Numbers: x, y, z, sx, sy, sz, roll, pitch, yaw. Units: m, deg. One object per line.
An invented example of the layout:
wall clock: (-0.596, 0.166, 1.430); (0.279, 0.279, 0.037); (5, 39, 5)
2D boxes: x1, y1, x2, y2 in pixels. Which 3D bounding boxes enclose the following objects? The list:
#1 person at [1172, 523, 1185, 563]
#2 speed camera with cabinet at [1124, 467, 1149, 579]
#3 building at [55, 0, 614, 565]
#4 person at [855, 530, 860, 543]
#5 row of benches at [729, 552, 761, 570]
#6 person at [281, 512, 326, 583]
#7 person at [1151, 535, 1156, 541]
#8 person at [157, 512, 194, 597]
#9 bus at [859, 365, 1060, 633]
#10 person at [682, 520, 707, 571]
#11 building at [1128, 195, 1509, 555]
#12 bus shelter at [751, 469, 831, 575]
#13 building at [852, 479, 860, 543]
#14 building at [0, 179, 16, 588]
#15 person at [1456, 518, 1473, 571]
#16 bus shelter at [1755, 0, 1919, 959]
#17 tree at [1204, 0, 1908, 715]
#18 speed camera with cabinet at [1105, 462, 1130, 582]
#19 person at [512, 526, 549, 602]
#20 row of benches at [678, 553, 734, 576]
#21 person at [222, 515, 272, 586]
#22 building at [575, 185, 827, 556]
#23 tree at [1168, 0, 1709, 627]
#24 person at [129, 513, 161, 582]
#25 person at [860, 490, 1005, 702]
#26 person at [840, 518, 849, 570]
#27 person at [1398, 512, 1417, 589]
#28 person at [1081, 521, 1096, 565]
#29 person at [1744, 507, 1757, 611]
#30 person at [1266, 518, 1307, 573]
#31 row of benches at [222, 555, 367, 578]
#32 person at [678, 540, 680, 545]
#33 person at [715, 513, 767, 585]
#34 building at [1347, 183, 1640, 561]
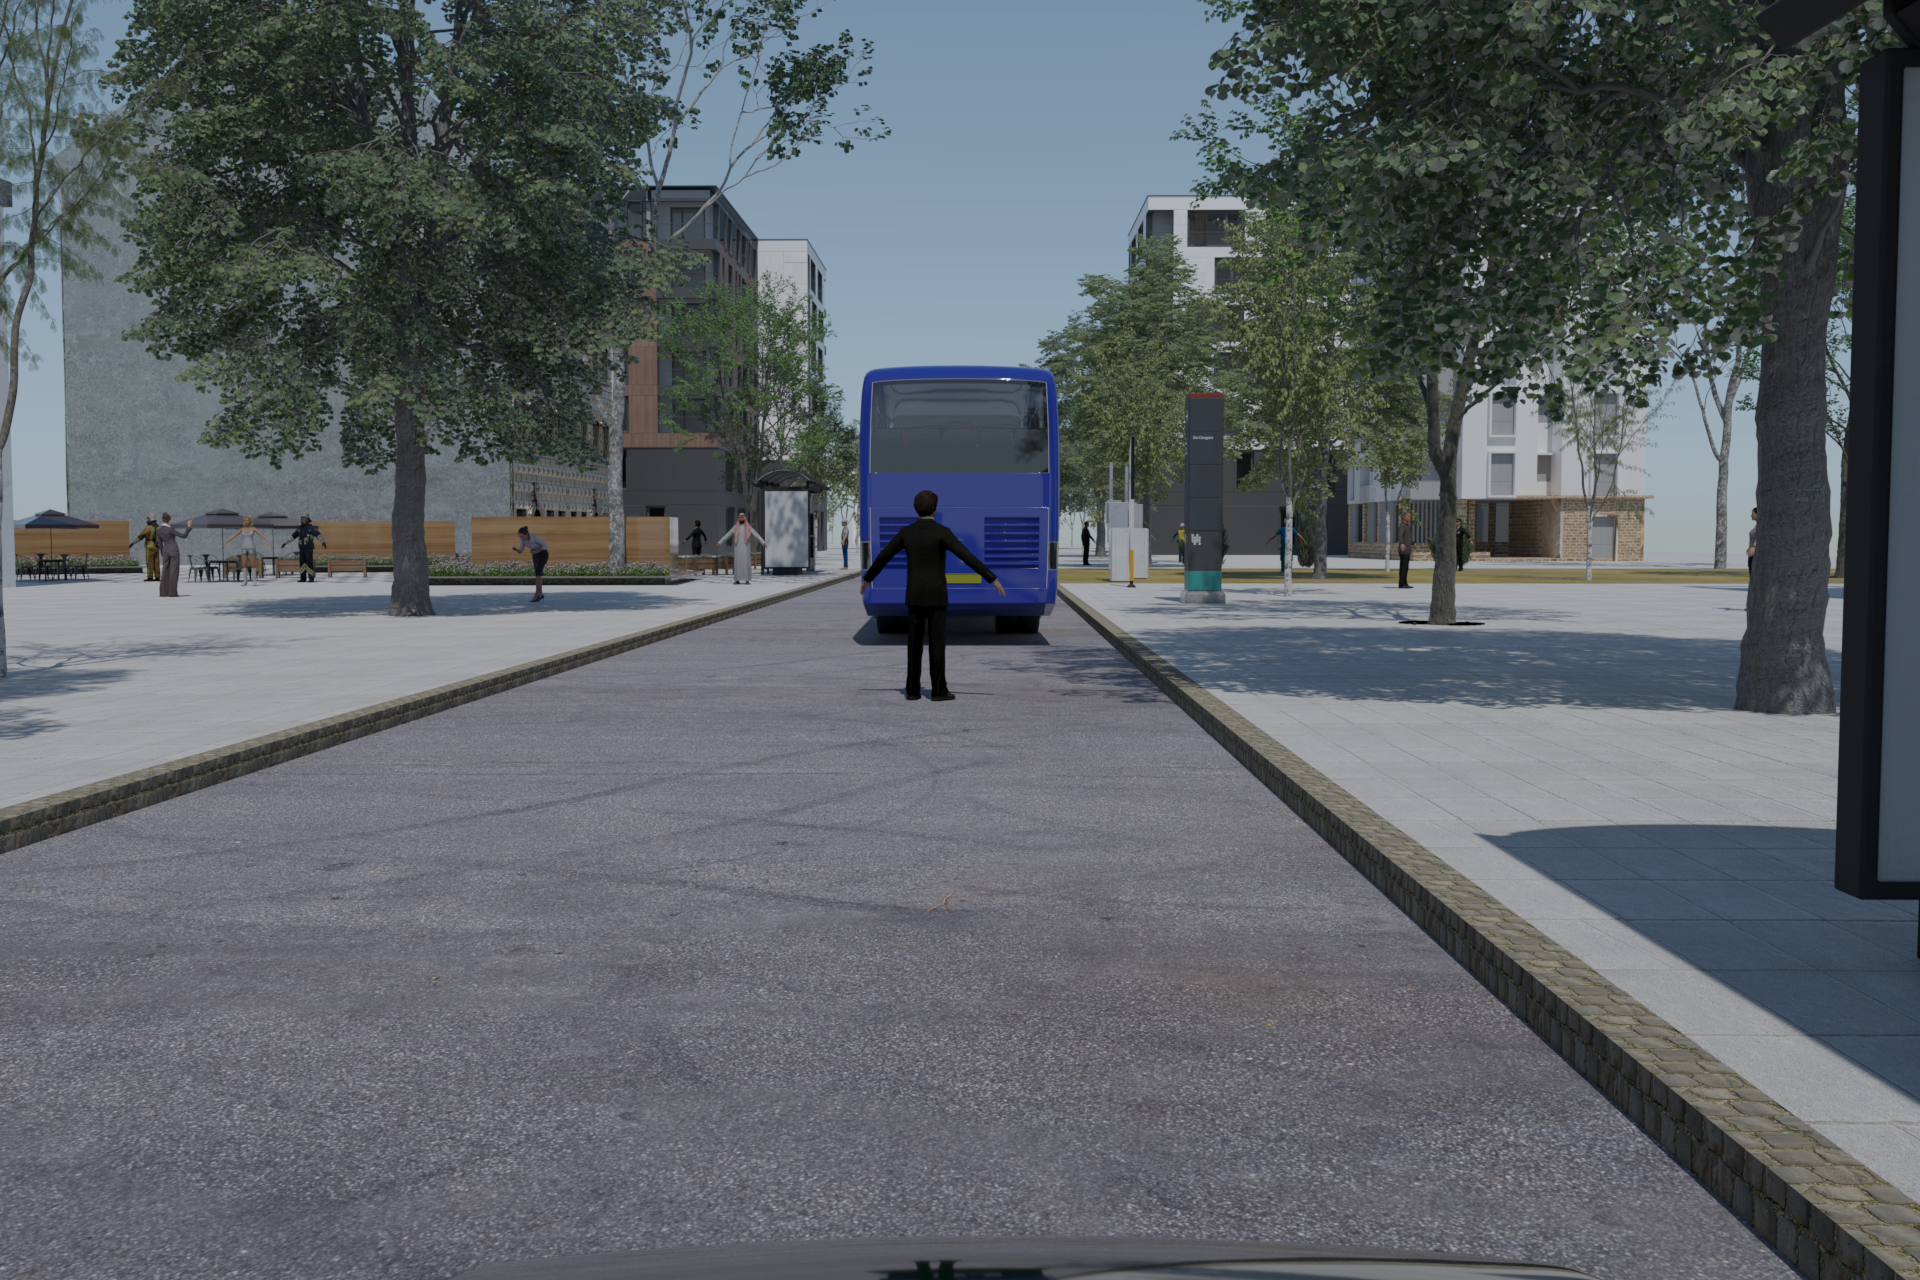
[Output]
person: (9.940, -4.319, 77.081); (1.216, 1.772, 0.721); (3, 4, 37)
speed camera with cabinet: (5.072, -3.413, 50.143); (0.660, 3.252, 2.038); (0, 4, 0)
building: (-27.246, -15.207, 79.555); (19.493, 23.208, 18.063); (0, 4, 2)
person: (-3.793, -3.871, 69.474); (0.705, 1.806, 1.347); (3, 5, 39)
row of benches: (-7.193, -2.922, 63.238); (1.422, 0.672, 4.104); (2, 4, 30)
person: (-17.295, -2.446, 45.768); (1.354, 1.856, 0.705); (1, 4, 16)
person: (8.988, -4.771, 84.815); (1.217, 1.733, 0.721); (1, 4, 11)
person: (-15.983, -1.742, 35.320); (0.742, 1.727, 0.445); (-1, 4, -16)
bus: (-0.048, -2.218, 27.816); (2.896, 3.916, 12.251); (0, 4, 0)
person: (-8.783, -3.103, 57.461); (0.721, 1.740, 1.216); (2, 4, 32)
building: (25.428, -16.934, 120.849); (27.936, 21.610, 32.646); (0, 4, 1)
bus shelter: (-5.449, -3.832, 56.575); (2.014, 3.302, 5.546); (0, 4, 0)
building: (-0.594, -18.087, 240.322); (28.070, 9.664, 9.099); (0, 4, 4)
building: (-23.641, -5.223, 27.538); (9.099, 9.664, 28.070); (0, 4, 1)
person: (17.149, -3.290, 59.727); (0.705, 1.837, 1.347); (-3, 5, -39)
bus shelter: (3.391, -0.529, 2.569); (2.014, 3.302, 5.546); (0, 4, 1)
tree: (5.905, -6.458, 12.239); (9.857, 13.997, 8.962); (0, 3, 0)
speed camera with cabinet: (4.330, -3.224, 47.047); (0.660, 3.252, 2.038); (0, 4, 1)
person: (-8.072, -1.430, 32.606); (0.628, 1.438, 0.799); (-1, 4, -8)
row of benches: (-8.143, -2.341, 53.740); (1.422, 0.672, 4.104); (2, 4, 34)
person: (-17.528, -2.202, 42.614); (1.214, 1.753, 0.721); (0, 4, -4)
building: (-24.515, -16.773, 118.218); (27.936, 21.610, 32.646); (0, 4, 1)
tree: (6.777, -6.008, 23.988); (9.928, 11.665, 9.643); (0, 3, 0)
person: (-21.814, -2.506, 46.742); (0.705, 1.858, 1.354); (1, 4, 21)
person: (-0.274, -0.385, 14.931); (1.347, 1.806, 0.705); (1, 4, 21)
person: (-4.183, -3.468, 62.559); (0.705, 1.847, 1.347); (0, 4, -4)
person: (10.501, -2.116, 40.774); (0.705, 1.807, 1.348); (2, 4, 27)
person: (5.200, -3.955, 70.882); (0.704, 1.802, 1.346); (-1, 4, -18)
person: (13.194, -1.350, 28.888); (0.721, 1.737, 1.217); (1, 4, 23)
person: (10.903, -3.161, 57.815); (1.347, 1.817, 0.704); (0, 4, 5)
row of benches: (-19.591, -2.164, 50.841); (4.104, 0.672, 1.422); (-1, 4, -16)
person: (-13.507, -4.398, 81.168); (0.599, 1.433, 0.991); (3, 5, 42)
person: (-5.534, -2.312, 43.941); (1.347, 1.811, 0.704); (0, 4, 5)
building: (26.464, -14.531, 94.007); (16.016, 20.090, 11.380); (0, 4, 1)
